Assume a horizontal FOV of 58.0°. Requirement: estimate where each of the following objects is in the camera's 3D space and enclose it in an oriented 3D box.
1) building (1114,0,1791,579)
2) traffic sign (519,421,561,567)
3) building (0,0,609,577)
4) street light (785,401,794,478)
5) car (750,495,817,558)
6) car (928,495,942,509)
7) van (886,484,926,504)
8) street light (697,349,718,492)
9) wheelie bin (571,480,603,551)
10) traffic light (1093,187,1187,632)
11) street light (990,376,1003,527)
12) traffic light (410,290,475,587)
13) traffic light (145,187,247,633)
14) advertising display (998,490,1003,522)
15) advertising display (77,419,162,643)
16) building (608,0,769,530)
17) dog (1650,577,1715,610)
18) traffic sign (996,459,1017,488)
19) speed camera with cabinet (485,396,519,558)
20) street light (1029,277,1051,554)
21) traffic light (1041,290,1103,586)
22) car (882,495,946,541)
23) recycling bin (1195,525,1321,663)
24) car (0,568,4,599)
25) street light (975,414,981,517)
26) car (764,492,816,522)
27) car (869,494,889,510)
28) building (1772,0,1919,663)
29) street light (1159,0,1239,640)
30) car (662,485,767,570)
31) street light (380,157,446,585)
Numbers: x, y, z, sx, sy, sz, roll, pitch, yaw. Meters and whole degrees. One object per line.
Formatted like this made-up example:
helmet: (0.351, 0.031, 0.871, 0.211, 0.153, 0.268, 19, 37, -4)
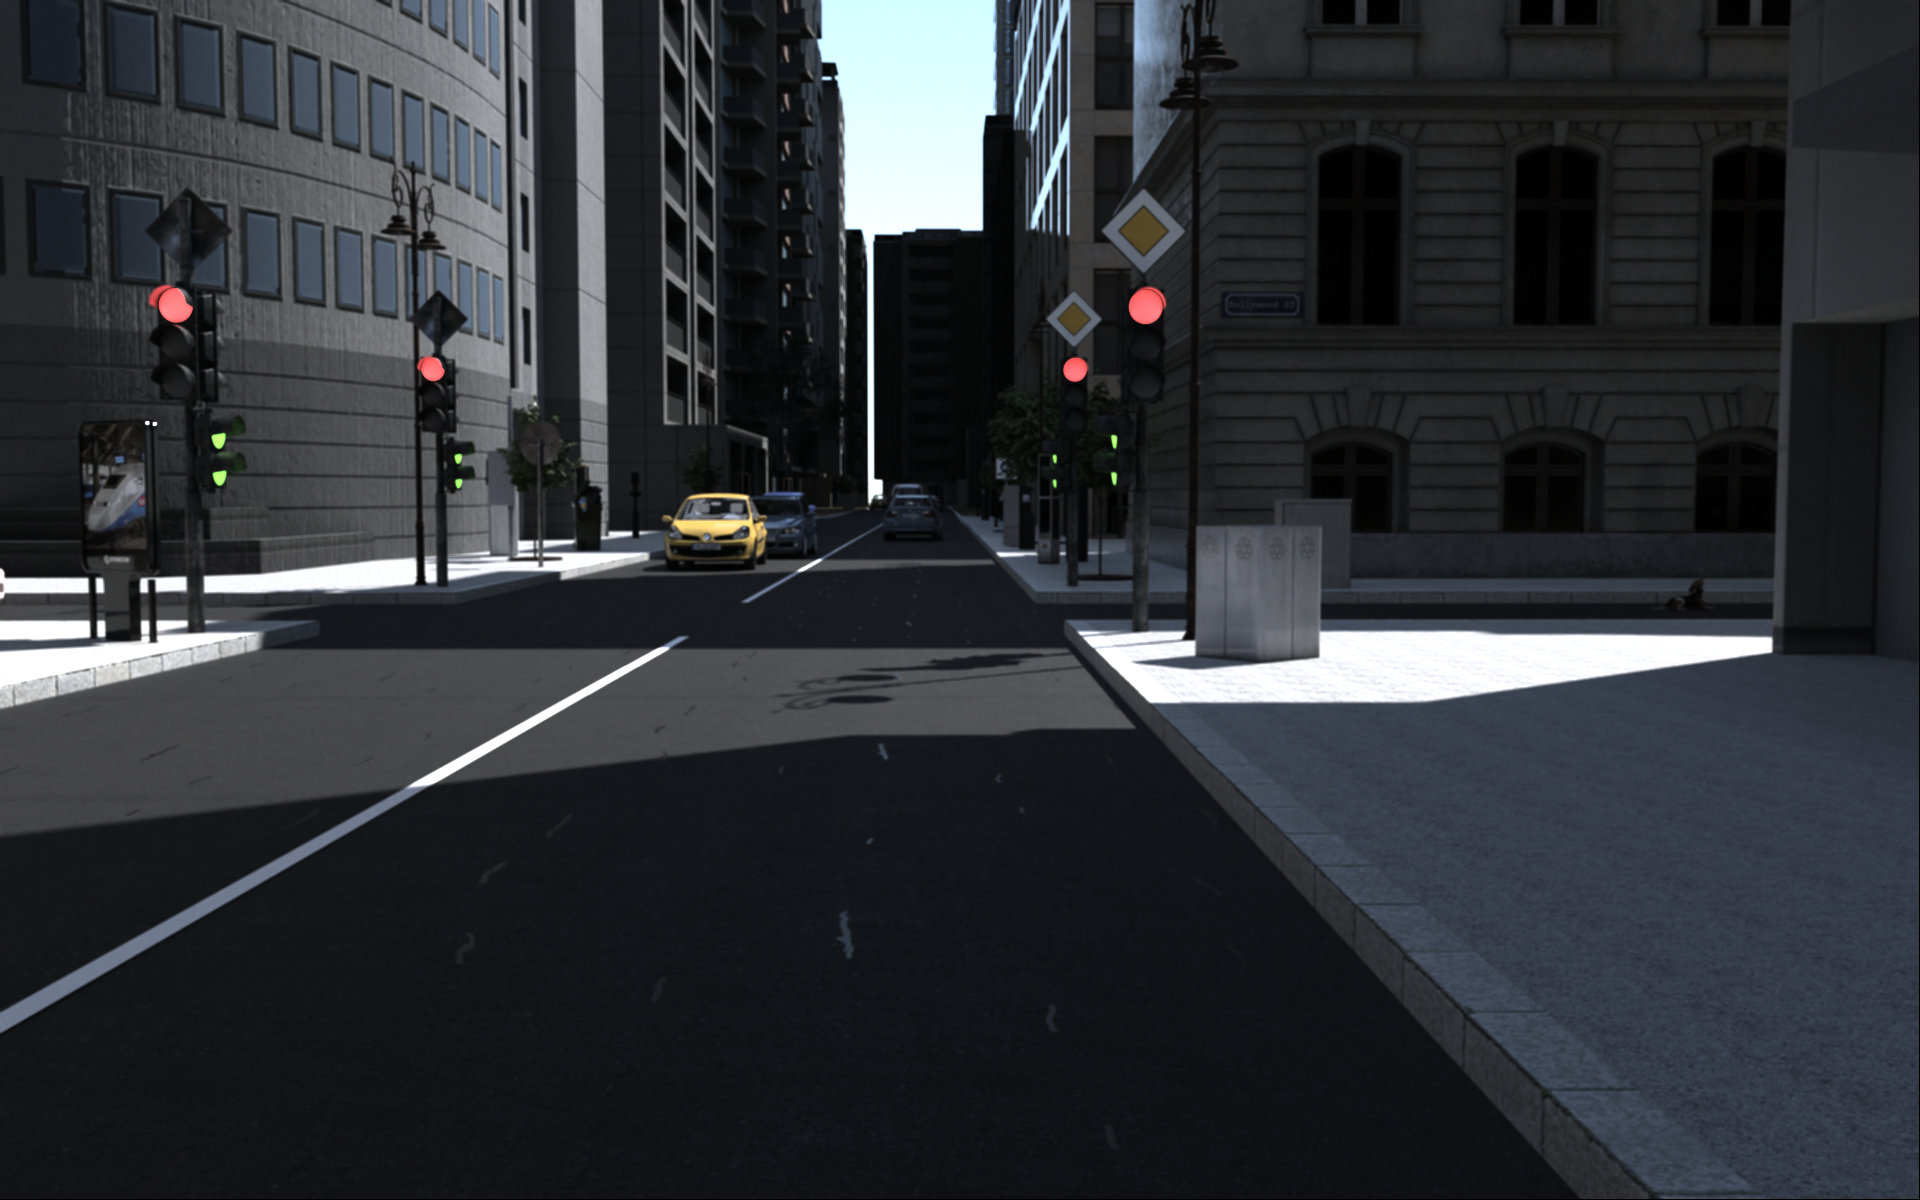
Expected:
building: (20.676, -12.953, 30.868, 34.723, 24.649, 14.460, 0, 4, -1)
traffic sign: (-7.373, -1.852, 30.393, 0.768, 2.556, 0.104, 1, 4, 8)
building: (-20.984, -30.264, 36.817, 21.231, 58.520, 28.212, 0, 4, -1)
street light: (-8.426, -6.914, 85.829, 0.468, 5.910, 1.993, 0, 4, -1)
car: (-4.306, -1.719, 40.115, 2.014, 1.417, 4.499, 0, 3, 0)
car: (-2.470, -7.607, 136.743, 2.083, 1.381, 4.827, 0, 4, 0)
van: (-2.155, -4.061, 73.410, 2.013, 2.044, 4.112, 0, 3, 0)
street light: (-8.051, -5.049, 55.337, 0.468, 5.910, 1.993, 0, 4, -1)
wheelie bin: (-8.482, -1.929, 39.454, 0.693, 1.594, 0.980, -1, 4, -19)
traffic light: (1.664, -1.659, 16.043, 0.839, 4.253, 0.868, 0, 4, -1)
street light: (1.415, -5.814, 67.845, 0.468, 5.910, 1.993, 0, 4, -1)
traffic light: (-7.158, -2.139, 23.889, 0.839, 4.253, 0.868, 0, 4, -1)
traffic light: (-7.046, -1.650, 15.905, 0.839, 4.253, 0.868, 0, 4, -1)
advertising display: (2.112, -4.501, 78.802, 0.123, 1.923, 0.974, -3, 5, -44)
advertising display: (-7.328, -0.605, 15.113, 0.974, 1.923, 0.123, 2, 4, 31)
building: (-18.535, -38.582, 69.068, 20.563, 71.187, 20.611, 0, 4, -1)
dog: (8.942, -0.076, 21.440, 0.748, 0.427, 0.550, 2, 4, 25)
traffic sign: (1.319, -2.880, 49.218, 0.606, 2.300, 0.079, 0, 4, 2)
speed camera with cabinet: (-9.414, -2.526, 35.634, 0.660, 3.252, 2.038, -1, 4, -13)
street light: (1.743, -3.934, 37.103, 0.468, 5.910, 1.993, 0, 4, -1)
traffic light: (1.552, -2.147, 24.027, 0.839, 4.253, 0.868, 0, 4, -1)
car: (-1.471, -2.607, 54.633, 2.014, 1.417, 4.499, 0, 4, 1)
recycling bin: (2.343, -0.066, 13.628, 0.722, 1.027, 0.722, -3, 4, -38)
car: (-13.812, -0.484, 20.278, 4.827, 1.381, 2.083, 0, 4, 0)
street light: (1.023, -7.679, 98.337, 0.468, 5.910, 1.993, 0, 4, -1)
car: (-5.076, -2.458, 49.788, 1.945, 1.707, 3.694, 0, 4, -1)
car: (-7.151, -8.913, 155.949, 2.015, 1.641, 3.980, 0, 4, -1)
building: (17.821, -25.144, 0.350, 28.713, 52.752, 27.495, 0, 4, -1)
street light: (2.050, -2.587, 15.086, 0.468, 5.910, 1.993, 0, 4, -1)
car: (-4.757, -1.455, 34.006, 2.015, 1.641, 3.980, 0, 4, -2)
street light: (-7.593, -3.146, 24.221, 0.468, 5.910, 1.993, 0, 4, -1)
